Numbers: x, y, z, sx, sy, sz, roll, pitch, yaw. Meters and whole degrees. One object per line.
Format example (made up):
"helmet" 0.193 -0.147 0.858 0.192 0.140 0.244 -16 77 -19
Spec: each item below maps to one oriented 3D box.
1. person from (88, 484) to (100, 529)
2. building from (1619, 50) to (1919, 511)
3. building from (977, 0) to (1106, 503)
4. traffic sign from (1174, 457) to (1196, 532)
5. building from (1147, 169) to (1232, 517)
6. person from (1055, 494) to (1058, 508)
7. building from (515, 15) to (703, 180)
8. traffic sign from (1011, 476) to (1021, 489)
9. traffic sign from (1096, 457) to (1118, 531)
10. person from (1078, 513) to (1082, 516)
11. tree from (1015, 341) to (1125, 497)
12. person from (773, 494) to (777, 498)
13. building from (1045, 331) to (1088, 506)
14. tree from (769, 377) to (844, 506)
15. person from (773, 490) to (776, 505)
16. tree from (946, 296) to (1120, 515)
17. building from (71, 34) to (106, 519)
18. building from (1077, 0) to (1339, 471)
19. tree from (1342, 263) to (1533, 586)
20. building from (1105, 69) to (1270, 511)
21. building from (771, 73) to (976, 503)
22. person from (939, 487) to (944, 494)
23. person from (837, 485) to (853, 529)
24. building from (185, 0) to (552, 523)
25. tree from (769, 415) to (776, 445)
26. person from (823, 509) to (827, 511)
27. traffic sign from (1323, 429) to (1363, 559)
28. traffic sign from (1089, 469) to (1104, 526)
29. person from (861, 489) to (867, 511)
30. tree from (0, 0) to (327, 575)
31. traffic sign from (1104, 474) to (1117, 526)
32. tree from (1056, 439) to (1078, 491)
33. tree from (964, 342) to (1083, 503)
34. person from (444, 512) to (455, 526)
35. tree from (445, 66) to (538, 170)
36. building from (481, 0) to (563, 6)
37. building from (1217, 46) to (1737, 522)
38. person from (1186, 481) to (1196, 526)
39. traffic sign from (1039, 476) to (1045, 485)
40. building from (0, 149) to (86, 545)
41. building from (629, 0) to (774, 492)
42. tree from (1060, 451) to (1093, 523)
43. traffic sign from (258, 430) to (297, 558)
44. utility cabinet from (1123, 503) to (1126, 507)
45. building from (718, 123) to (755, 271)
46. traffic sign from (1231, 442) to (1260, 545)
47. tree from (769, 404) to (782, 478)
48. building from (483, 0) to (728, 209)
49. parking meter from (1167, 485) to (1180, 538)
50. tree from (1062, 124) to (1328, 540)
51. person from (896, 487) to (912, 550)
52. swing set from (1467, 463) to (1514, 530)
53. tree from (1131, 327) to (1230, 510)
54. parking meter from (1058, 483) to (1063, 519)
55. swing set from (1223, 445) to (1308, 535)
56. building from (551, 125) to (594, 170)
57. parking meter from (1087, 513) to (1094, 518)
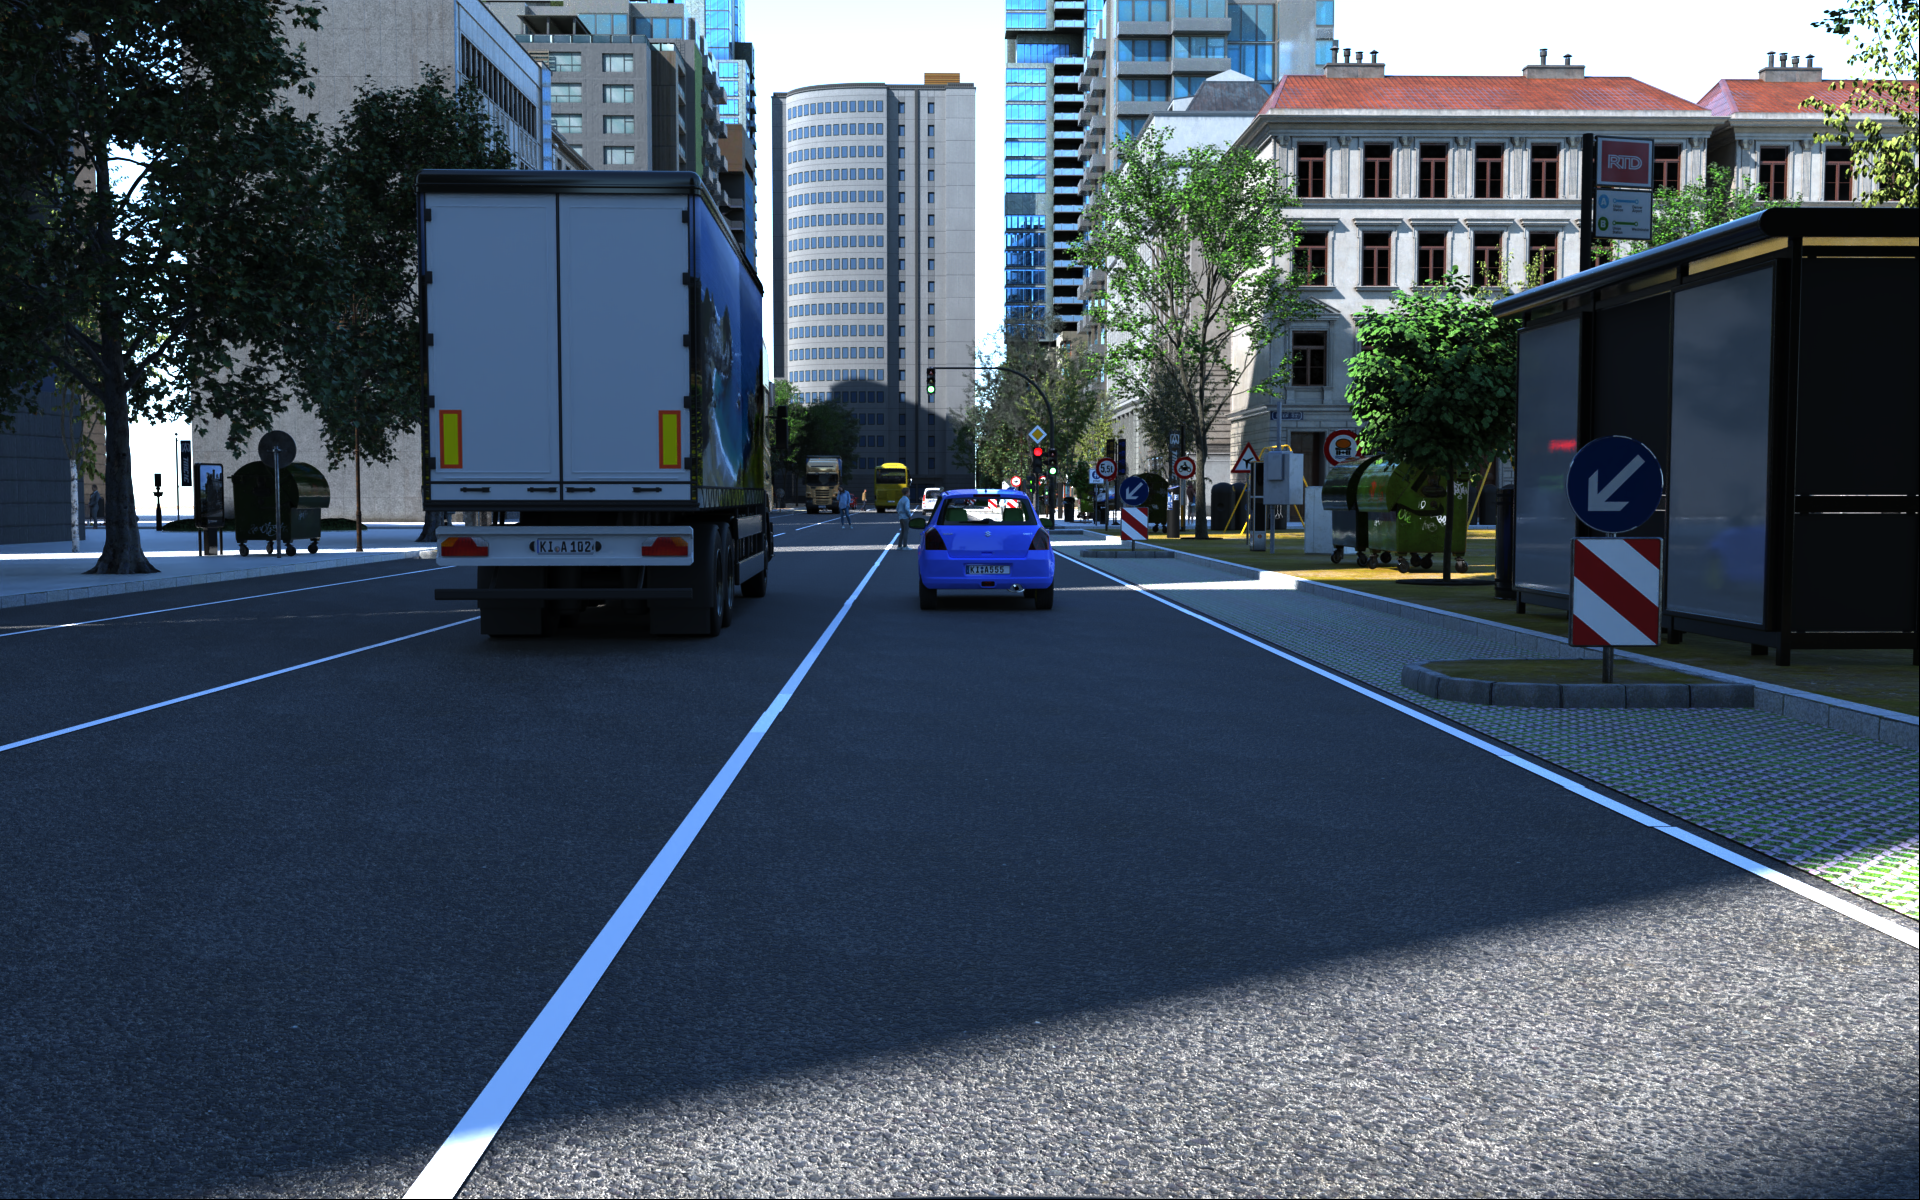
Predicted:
"person" -32.457 -3.425 64.777 0.520 1.790 0.573 2 4 26
"building" 44.859 -15.158 83.985 21.152 22.565 11.583 0 4 -1
"building" 17.868 -57.075 245.839 31.000 86.520 22.319 0 4 -1
"traffic sign" 7.644 -3.599 58.950 0.768 2.556 0.104 0 4 5
"building" 17.339 -15.704 105.917 9.793 20.994 18.267 0 4 -1
"person" 8.803 -9.276 158.235 0.750 1.759 0.617 3 5 39
"building" -30.251 -28.602 151.241 14.154 41.232 14.086 0 4 -1
"traffic sign" 3.947 -7.447 121.864 0.768 2.556 0.104 0 4 2
"traffic sign" 5.096 -3.674 60.170 0.768 2.556 0.104 0 4 7
"person" 6.832 -5.518 96.741 0.515 1.767 0.782 0 4 5
"tree" 5.060 -8.133 83.337 4.737 8.622 4.395 0 3 0
"person" -18.395 -9.873 167.425 1.348 1.831 0.705 0 4 -3
"building" 24.399 -21.620 198.530 27.650 21.520 28.899 0 4 -1
"tree" -16.107 -13.399 144.826 9.928 11.665 9.643 0 3 0
"person" -21.490 -11.802 198.961 0.705 1.831 1.348 3 5 42
"tree" 4.669 -11.999 106.557 12.009 13.543 11.850 0 3 0
"building" -54.007 -18.171 82.992 20.117 28.700 13.634 0 4 -1
"building" 23.162 -33.543 168.037 23.786 49.044 30.456 0 4 -1
"tree" 6.953 -2.507 24.711 4.285 4.588 4.351 0 3 0
"building" 17.912 -21.539 129.657 11.434 29.767 29.804 0 4 -1
"building" -12.100 -43.027 245.484 28.212 58.520 21.231 0 4 -1
"person" -0.816 -4.727 85.975 0.526 1.800 0.537 1 4 15
"person" -4.778 -3.861 71.888 0.793 1.790 0.793 -1 4 -17
"building" -28.563 -16.450 86.986 12.078 24.808 19.932 0 4 -1
"tree" -16.298 -11.337 135.715 4.737 8.622 4.395 0 3 0
"person" -11.297 -8.227 146.201 0.799 1.438 0.628 -1 4 -9
"traffic sign" 7.510 -2.075 34.025 0.768 2.556 0.104 0 4 6
"traffic sign" 5.533 -4.169 70.284 0.606 2.300 0.079 0 4 1
"person" -8.006 -8.357 145.049 0.656 1.842 0.836 2 4 34
"tree" -13.708 -6.771 27.713 9.611 12.733 9.660 0 3 0
"traffic sign" 6.014 -4.305 70.497 0.768 2.556 0.104 0 4 0
"tree" 7.988 -11.671 141.178 4.360 8.622 3.978 0 3 0
"tree" 5.070 -12.974 129.137 9.611 12.733 9.660 0 3 0
"person" -18.027 -3.355 60.996 0.694 1.812 0.767 2 4 24
"tree" -14.184 -7.917 46.450 9.611 12.733 9.660 0 3 0
"building" -53.402 -40.300 200.909 28.212 58.520 21.231 0 4 -1
"building" 23.720 -15.108 83.178 21.152 22.565 11.583 0 4 -1
"person" 9.440 -3.925 70.188 0.580 1.828 0.573 1 4 18
"traffic sign" 5.814 -7.370 120.601 0.768 2.556 0.104 0 4 0
"building" -38.245 -30.560 41.658 28.212 58.520 21.231 0 4 -1
"building" -41.890 -57.069 245.755 31.000 86.520 22.319 0 4 -1
"tree" 5.543 -5.074 77.565 1.663 3.219 1.824 0 3 0
"traffic sign" -13.630 -2.109 34.588 0.768 2.556 0.104 0 4 0
"utility cabinet" 7.073 -3.763 70.203 0.318 1.500 1.173 -2 4 -29
"building" -32.032 -33.966 205.446 14.200 45.320 14.600 0 4 -1
"traffic sign" 7.228 -2.658 43.462 0.884 2.594 0.081 0 4 5
"tree" -16.113 -11.943 112.274 9.611 12.733 9.660 0 3 0
"building" -35.219 -33.872 173.411 23.786 49.044 30.456 0 4 -1
"parking meter" 6.248 -2.585 50.679 0.372 1.533 0.369 0 3 0
"tree" 6.758 -7.527 48.825 9.928 11.665 9.643 0 3 0
"person" -1.399 -2.075 44.229 0.330 1.601 0.589 -1 4 -22
"swing set" 15.551 -2.967 46.136 2.862 2.851 3.119 -2 4 -28
"tree" 9.461 -7.658 75.566 4.360 8.622 3.978 0 3 0
"parking meter" 5.204 -5.149 89.893 0.255 1.863 0.399 0 4 4
"swing set" 10.259 -3.580 56.150 2.862 2.851 3.119 0 4 -3
"building" -29.846 -19.102 109.579 12.463 27.353 25.104 0 4 -1
"parking meter" 6.867 -5.226 91.156 0.255 1.863 0.399 2 4 33
